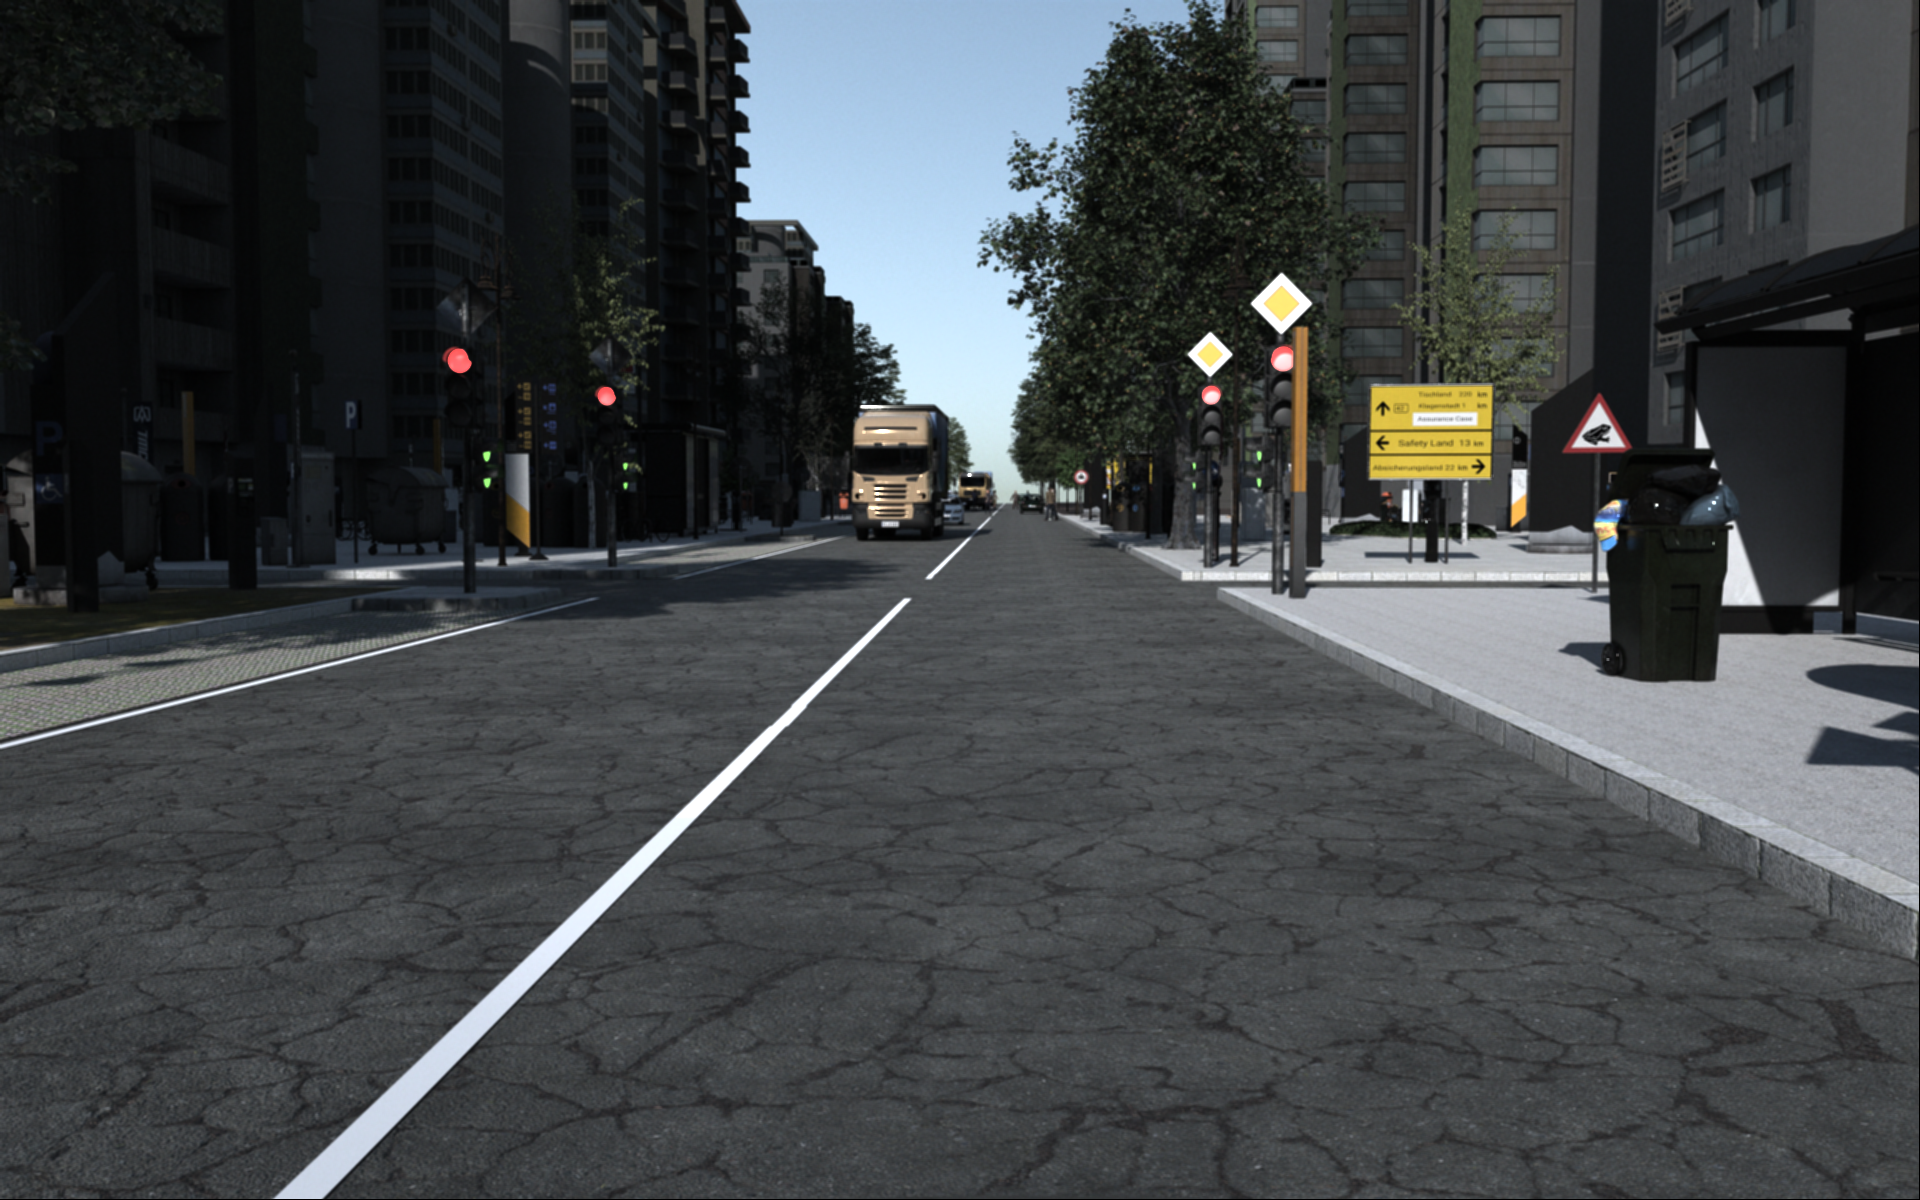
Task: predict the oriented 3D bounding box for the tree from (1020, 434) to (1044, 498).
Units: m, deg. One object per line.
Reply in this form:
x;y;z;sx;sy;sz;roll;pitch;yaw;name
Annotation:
12.005;-19.956;252.040;9.928;11.665;9.643;0;3;0;tree

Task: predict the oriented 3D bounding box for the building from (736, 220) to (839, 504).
-32.374;-32.930;230.279;32.217;40.220;23.993;0;4;2;building

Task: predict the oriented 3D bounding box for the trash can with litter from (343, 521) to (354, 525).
-26.314;-3.806;73.284;1.678;1.210;2.233;-2;4;-28;trash can with litter

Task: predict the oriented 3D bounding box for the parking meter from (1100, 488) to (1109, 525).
6.038;-3.904;72.249;0.372;1.533;0.369;0;3;0;parking meter

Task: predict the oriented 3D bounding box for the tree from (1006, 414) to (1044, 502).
11.309;-20.020;237.689;12.009;13.543;11.850;0;3;0;tree

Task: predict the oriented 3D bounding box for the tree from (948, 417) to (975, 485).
-1.436;-20.575;254.533;7.486;12.596;7.792;0;3;0;tree

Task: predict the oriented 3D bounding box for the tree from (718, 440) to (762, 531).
-8.047;-4.039;60.634;1.663;3.219;1.824;0;3;0;tree

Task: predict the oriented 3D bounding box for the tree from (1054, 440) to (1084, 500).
9.123;-11.066;131.290;4.360;8.622;3.978;0;3;0;tree

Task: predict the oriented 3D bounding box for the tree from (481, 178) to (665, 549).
-8.722;-5.498;40.248;4.737;8.622;4.395;0;3;0;tree

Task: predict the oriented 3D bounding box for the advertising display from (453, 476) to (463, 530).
-17.590;-3.456;61.724;0.974;1.923;0.123;0;4;1;advertising display

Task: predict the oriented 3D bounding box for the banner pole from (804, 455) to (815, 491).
-8.877;-6.817;101.482;0.863;3.779;0.401;1;4;19;banner pole

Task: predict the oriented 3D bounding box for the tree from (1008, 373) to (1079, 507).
9.306;-16.286;172.925;9.857;13.997;8.962;0;3;0;tree

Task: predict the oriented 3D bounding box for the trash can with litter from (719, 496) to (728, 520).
-11.906;-4.553;85.830;0.624;1.170;1.055;-2;4;-26;trash can with litter

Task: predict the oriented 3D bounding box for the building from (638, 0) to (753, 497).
-29.567;-29.972;144.667;22.147;44.769;28.867;0;4;2;building

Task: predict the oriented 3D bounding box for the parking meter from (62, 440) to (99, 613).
-9.597;-0.806;18.897;0.255;1.863;0.399;-3;5;-39;parking meter

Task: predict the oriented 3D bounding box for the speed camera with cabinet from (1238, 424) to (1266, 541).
8.179;-3.311;48.474;0.660;3.252;2.038;0;4;4;speed camera with cabinet

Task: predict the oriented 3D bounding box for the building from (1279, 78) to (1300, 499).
29.490;-21.525;123.630;14.160;30.474;14.107;0;4;2;building

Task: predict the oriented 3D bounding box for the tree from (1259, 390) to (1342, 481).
17.002;-8.372;87.245;4.360;8.622;3.978;0;3;0;tree

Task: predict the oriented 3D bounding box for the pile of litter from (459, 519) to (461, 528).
-18.862;-3.178;65.933;1.719;0.858;1.176;-3;5;-39;pile of litter

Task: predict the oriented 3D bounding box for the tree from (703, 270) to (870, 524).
-7.436;-8.498;73.359;8.767;10.594;7.601;2;4;33;tree

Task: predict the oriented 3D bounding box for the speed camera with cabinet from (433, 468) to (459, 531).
-17.887;-4.035;60.310;0.660;3.252;2.038;-2;4;-24;speed camera with cabinet

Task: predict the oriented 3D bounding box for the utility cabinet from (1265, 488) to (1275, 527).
11.820;-3.554;66.792;0.318;1.500;1.173;2;4;33;utility cabinet

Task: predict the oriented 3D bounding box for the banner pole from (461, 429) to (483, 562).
-9.255;-2.628;32.982;0.401;3.779;0.863;0;4;-1;banner pole

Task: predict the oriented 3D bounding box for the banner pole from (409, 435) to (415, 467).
-23.155;-5.093;73.283;0.401;3.779;0.863;0;4;2;banner pole

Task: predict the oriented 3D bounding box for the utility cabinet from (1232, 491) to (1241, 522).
12.891;-4.260;78.326;1.173;1.500;0.318;2;4;31;utility cabinet

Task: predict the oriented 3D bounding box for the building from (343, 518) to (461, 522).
-36.810;-24.148;86.698;32.217;40.220;23.993;0;4;2;building

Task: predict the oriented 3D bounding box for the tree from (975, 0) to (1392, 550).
5.186;-7.532;40.163;9.611;12.733;9.660;0;3;0;tree

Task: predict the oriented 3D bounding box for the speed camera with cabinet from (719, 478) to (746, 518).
-12.478;-5.983;92.163;2.038;3.252;0.660;-1;4;-19;speed camera with cabinet

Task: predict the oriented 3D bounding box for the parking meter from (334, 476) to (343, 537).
-18.456;-2.782;51.202;0.399;1.863;0.255;-2;4;-32;parking meter

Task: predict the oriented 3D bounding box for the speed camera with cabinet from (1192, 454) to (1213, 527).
9.004;-4.462;67.293;0.660;3.252;2.038;-2;4;-28;speed camera with cabinet

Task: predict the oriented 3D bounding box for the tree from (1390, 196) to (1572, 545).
13.059;-5.711;43.735;4.737;8.622;4.395;0;3;0;tree

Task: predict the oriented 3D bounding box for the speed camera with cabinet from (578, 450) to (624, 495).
-16.244;-5.130;78.216;2.038;3.252;0.660;1;4;13;speed camera with cabinet

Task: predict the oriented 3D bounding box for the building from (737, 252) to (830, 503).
-24.111;-26.886;211.295;14.160;30.474;14.107;0;4;2;building

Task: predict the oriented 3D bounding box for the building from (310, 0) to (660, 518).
-34.896;-26.070;118.118;32.217;40.220;23.993;0;4;2;building

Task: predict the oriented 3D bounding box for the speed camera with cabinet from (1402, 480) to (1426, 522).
16.706;-4.238;63.631;0.660;3.252;2.038;1;4;23;speed camera with cabinet

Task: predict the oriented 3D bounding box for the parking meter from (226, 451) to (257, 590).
-9.665;-1.076;23.297;0.255;1.863;0.399;-3;5;-44;parking meter

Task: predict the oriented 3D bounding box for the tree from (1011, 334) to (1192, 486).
6.833;-8.571;74.541;7.601;10.594;8.767;2;4;23;tree

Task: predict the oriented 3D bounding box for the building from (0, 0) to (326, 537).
-28.615;-17.083;51.004;14.160;30.474;14.107;0;4;2;building

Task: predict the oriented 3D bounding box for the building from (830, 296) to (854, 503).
-22.834;-29.211;249.303;14.160;30.474;14.107;0;4;2;building

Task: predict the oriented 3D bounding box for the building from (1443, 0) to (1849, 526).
27.834;-23.938;74.976;14.154;41.232;14.086;0;4;2;building

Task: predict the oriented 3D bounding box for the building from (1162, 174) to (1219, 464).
36.309;-34.630;220.828;22.147;44.769;28.867;0;4;2;building

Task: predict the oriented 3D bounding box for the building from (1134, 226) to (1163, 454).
35.752;-43.242;249.005;21.231;58.520;28.212;0;4;2;building

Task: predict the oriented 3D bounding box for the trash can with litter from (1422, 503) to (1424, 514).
18.712;-3.697;71.830;1.055;1.170;0.624;2;4;26;trash can with litter

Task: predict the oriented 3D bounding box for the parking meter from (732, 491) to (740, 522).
-10.173;-4.309;78.869;0.372;1.533;0.369;0;3;0;parking meter

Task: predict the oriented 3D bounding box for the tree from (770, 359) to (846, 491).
-7.645;-8.546;90.086;4.360;8.622;3.978;0;3;0;tree

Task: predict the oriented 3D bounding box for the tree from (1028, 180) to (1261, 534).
6.013;-8.396;55.396;7.486;12.596;7.792;0;3;0;tree

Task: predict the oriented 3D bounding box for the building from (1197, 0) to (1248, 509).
32.752;-43.801;154.402;20.563;71.187;20.611;0;4;2;building

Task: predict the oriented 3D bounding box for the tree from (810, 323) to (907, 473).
-6.974;-12.055;115.223;7.486;12.596;7.792;0;3;0;tree

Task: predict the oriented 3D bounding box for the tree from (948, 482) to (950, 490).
-2.106;-14.884;237.949;1.663;3.219;1.824;0;3;0;tree

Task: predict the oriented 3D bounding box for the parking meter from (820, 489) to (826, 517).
-7.647;-5.567;96.730;0.255;1.863;0.399;-2;4;-31;parking meter

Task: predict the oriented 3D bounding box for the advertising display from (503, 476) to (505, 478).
-16.662;-3.501;62.461;0.123;1.923;0.974;-3;5;-42;advertising display

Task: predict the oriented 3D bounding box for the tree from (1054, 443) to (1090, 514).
7.553;-7.806;111.349;4.285;4.588;4.351;0;3;0;tree

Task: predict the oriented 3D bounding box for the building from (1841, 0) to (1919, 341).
28.782;-22.265;47.624;14.086;41.232;14.154;0;4;2;building

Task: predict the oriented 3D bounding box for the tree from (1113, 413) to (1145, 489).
7.551;-8.053;82.032;4.737;8.622;4.395;0;3;0;tree

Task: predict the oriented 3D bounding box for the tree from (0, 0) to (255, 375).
-9.573;-6.436;11.887;9.857;13.997;8.962;0;3;0;tree

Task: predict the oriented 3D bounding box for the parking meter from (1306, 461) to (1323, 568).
6.216;-1.509;30.386;0.255;1.863;0.399;1;4;13;parking meter

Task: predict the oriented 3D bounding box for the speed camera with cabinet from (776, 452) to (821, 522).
-7.570;-5.304;81.054;2.038;3.252;0.660;-1;4;-17;speed camera with cabinet

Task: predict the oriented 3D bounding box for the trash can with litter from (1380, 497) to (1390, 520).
17.485;-3.750;72.704;1.055;1.170;0.624;-2;4;-25;trash can with litter

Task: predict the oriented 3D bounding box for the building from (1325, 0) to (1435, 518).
27.429;-19.919;97.383;14.160;30.474;14.107;0;4;2;building

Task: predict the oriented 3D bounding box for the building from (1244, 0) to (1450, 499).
29.458;-27.754;137.380;14.154;41.232;14.086;0;4;2;building
